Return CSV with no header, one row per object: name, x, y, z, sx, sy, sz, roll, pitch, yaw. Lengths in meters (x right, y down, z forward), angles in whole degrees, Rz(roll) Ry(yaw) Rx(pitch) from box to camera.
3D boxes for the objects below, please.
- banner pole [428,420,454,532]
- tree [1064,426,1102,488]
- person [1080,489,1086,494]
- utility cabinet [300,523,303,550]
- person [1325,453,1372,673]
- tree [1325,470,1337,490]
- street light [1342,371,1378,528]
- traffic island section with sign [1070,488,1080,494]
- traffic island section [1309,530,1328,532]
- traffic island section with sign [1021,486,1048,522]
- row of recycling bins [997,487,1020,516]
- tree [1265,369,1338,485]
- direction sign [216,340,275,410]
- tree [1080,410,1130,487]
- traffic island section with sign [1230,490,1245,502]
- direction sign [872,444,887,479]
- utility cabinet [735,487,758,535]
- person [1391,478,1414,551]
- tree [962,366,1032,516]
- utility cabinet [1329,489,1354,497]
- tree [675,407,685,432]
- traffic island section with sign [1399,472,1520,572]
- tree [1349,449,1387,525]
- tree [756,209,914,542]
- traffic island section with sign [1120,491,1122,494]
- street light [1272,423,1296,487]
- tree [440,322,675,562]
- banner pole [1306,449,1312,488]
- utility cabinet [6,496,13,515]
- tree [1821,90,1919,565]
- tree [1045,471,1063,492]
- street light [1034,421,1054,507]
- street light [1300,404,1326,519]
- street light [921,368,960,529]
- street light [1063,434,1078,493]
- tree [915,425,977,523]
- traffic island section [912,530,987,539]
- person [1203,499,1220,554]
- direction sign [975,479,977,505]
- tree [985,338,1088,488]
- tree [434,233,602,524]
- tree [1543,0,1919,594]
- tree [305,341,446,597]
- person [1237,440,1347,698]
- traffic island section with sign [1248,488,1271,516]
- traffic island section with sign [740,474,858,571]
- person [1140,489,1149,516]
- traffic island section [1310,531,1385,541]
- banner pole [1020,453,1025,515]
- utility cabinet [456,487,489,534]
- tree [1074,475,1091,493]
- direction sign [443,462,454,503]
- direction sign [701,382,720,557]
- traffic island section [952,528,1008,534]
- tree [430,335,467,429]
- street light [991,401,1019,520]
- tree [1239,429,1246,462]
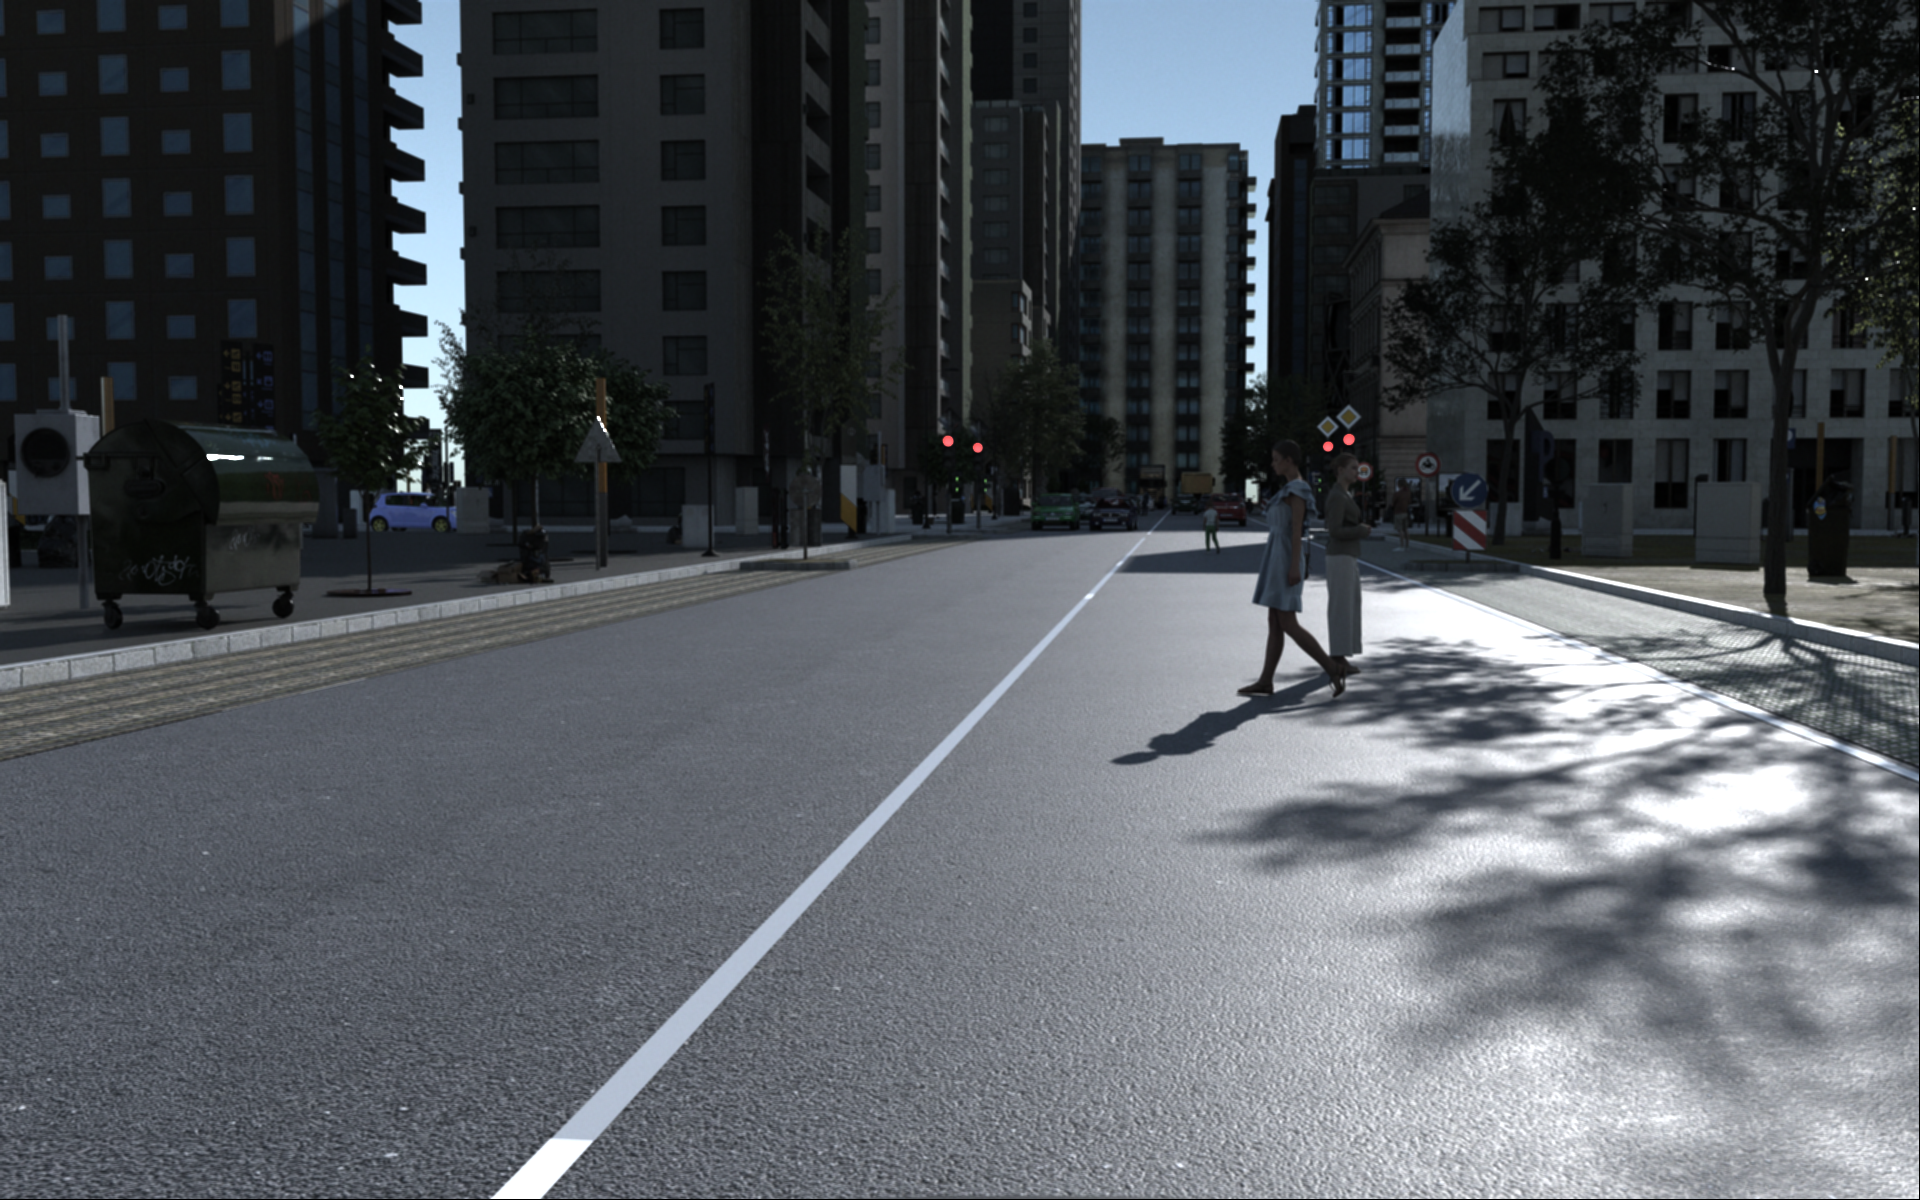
banner pole,-17.568,-4.191,58.542,0.863,3.779,0.401,0,4,1
tree,13.065,-14.398,185.765,4.360,8.622,3.978,0,3,0
person,9.275,-7.518,131.434,0.660,1.820,0.620,1,4,8
utility cabinet,-15.497,-1.862,39.127,1.173,1.500,0.318,-3,5,-43
person,3.104,-0.294,13.854,0.362,1.759,0.519,1,4,17
tree,17.634,-5.226,80.045,1.663,3.219,1.824,0,3,0
street light,15.161,-5.698,65.697,1.470,5.913,1.316,0,4,7
traffic island section with sign,7.678,-6.507,115.017,1.989,1.847,2.006,0,4,7
traffic island section,13.204,-2.448,62.298,2.009,0.180,2.903,0,4,7
traffic island section with sign,4.179,-4.872,88.289,1.989,1.847,2.006,0,4,7
row of recycling bins,2.957,-5.917,103.854,1.069,1.692,3.534,-1,4,-8
tree,20.457,-9.300,102.414,4.737,8.622,4.395,0,3,0
direction sign,-10.596,-2.071,25.855,0.379,3.537,0.876,2,4,33
tree,17.530,-17.727,215.585,9.928,11.665,9.643,0,3,0
traffic island section with sign,26.445,-9.479,163.611,1.989,1.847,2.006,0,4,7
direction sign,-3.773,-5.535,82.495,0.379,3.537,0.876,1,4,9
utility cabinet,-6.633,-2.761,53.821,0.318,1.500,1.173,1,4,14
person,11.091,-2.138,43.434,0.573,1.828,0.580,1,4,10
tree,2.246,-9.071,98.678,4.360,8.622,3.978,0,3,0
utility cabinet,17.994,-4.469,81.745,1.173,1.500,0.318,3,5,41
tree,-7.746,-3.318,37.969,4.285,4.588,4.351,0,3,0
traffic island section with sign,9.340,-1.463,32.554,1.989,1.847,2.006,0,4,7
tree,17.071,-4.790,72.926,1.663,3.219,1.824,0,3,0
tree,-3.575,-5.843,45.895,4.737,8.622,4.395,0,3,0
traffic island section with sign,17.794,-11.251,192.579,1.989,1.847,2.006,0,4,7
street light,21.330,-8.596,113.089,1.470,5.913,1.316,0,4,7
tree,-8.172,-3.031,33.276,4.285,4.588,4.351,0,3,0
banner pole,19.371,-6.492,96.156,0.401,3.779,0.863,2,4,33
utility cabinet,-32.284,-2.901,58.598,0.306,1.237,1.020,-3,4,-38
tree,17.390,-4.929,30.947,4.360,8.622,3.978,0,3,0
tree,7.282,-8.754,137.726,1.663,3.219,1.824,0,3,0
street light,5.287,-8.410,110.052,1.470,5.913,1.316,0,4,7
street light,18.164,-7.121,88.963,1.470,5.913,1.316,0,4,7
street light,-0.705,-5.586,63.868,1.470,5.913,1.316,0,4,7
street light,8.510,-9.849,133.565,1.470,5.913,1.316,0,4,7
tree,-0.430,-5.720,77.229,4.285,4.588,4.351,0,3,0
traffic island section,-0.365,-2.063,56.016,2.009,0.180,2.903,0,4,7
person,6.019,-1.753,41.411,0.306,1.304,0.590,-1,4,-20
direction sign,1.283,-8.937,138.114,0.379,3.537,0.876,0,4,6
tree,5.585,-12.678,125.412,7.486,12.596,7.792,0,3,0
tree,-12.117,-5.995,48.381,4.360,8.622,3.978,0,3,0
tree,10.225,-5.349,21.867,7.601,10.594,8.767,-2,4,-35
tree,-7.393,-1.676,22.011,1.663,3.219,1.824,0,3,0
person,2.359,-0.223,12.234,0.778,1.811,0.616,1,4,23
traffic island section with sign,19.918,-6.424,113.658,1.989,1.847,2.006,0,4,7
traffic island section with sign,-3.018,-1.501,33.165,1.989,1.847,2.006,0,4,7
person,12.314,-6.513,115.166,0.419,1.800,0.721,-2,4,-31
traffic island section,12.170,-1.963,54.380,2.009,0.180,2.903,0,4,7
banner pole,3.783,-7.120,106.429,0.401,3.779,0.863,1,4,13
utility cabinet,-15.545,-2.851,55.286,0.318,1.500,1.173,2,4,27
tree,12.063,-10.858,172.130,1.663,3.219,1.824,0,3,0
direction sign,-36.250,-8.004,122.855,0.876,3.537,0.379,1,4,23
direction sign,-5.144,-2.668,35.616,0.379,3.537,0.876,-1,4,-20
traffic island section,0.669,-2.548,63.934,2.009,0.180,2.903,0,4,7
tree,-22.239,-7.901,79.545,4.737,8.622,4.395,0,3,0
street light,2.271,-7.001,87.002,1.470,5.913,1.316,0,4,7
tree,30.396,-13.819,176.302,4.360,8.622,3.978,0,3,0
